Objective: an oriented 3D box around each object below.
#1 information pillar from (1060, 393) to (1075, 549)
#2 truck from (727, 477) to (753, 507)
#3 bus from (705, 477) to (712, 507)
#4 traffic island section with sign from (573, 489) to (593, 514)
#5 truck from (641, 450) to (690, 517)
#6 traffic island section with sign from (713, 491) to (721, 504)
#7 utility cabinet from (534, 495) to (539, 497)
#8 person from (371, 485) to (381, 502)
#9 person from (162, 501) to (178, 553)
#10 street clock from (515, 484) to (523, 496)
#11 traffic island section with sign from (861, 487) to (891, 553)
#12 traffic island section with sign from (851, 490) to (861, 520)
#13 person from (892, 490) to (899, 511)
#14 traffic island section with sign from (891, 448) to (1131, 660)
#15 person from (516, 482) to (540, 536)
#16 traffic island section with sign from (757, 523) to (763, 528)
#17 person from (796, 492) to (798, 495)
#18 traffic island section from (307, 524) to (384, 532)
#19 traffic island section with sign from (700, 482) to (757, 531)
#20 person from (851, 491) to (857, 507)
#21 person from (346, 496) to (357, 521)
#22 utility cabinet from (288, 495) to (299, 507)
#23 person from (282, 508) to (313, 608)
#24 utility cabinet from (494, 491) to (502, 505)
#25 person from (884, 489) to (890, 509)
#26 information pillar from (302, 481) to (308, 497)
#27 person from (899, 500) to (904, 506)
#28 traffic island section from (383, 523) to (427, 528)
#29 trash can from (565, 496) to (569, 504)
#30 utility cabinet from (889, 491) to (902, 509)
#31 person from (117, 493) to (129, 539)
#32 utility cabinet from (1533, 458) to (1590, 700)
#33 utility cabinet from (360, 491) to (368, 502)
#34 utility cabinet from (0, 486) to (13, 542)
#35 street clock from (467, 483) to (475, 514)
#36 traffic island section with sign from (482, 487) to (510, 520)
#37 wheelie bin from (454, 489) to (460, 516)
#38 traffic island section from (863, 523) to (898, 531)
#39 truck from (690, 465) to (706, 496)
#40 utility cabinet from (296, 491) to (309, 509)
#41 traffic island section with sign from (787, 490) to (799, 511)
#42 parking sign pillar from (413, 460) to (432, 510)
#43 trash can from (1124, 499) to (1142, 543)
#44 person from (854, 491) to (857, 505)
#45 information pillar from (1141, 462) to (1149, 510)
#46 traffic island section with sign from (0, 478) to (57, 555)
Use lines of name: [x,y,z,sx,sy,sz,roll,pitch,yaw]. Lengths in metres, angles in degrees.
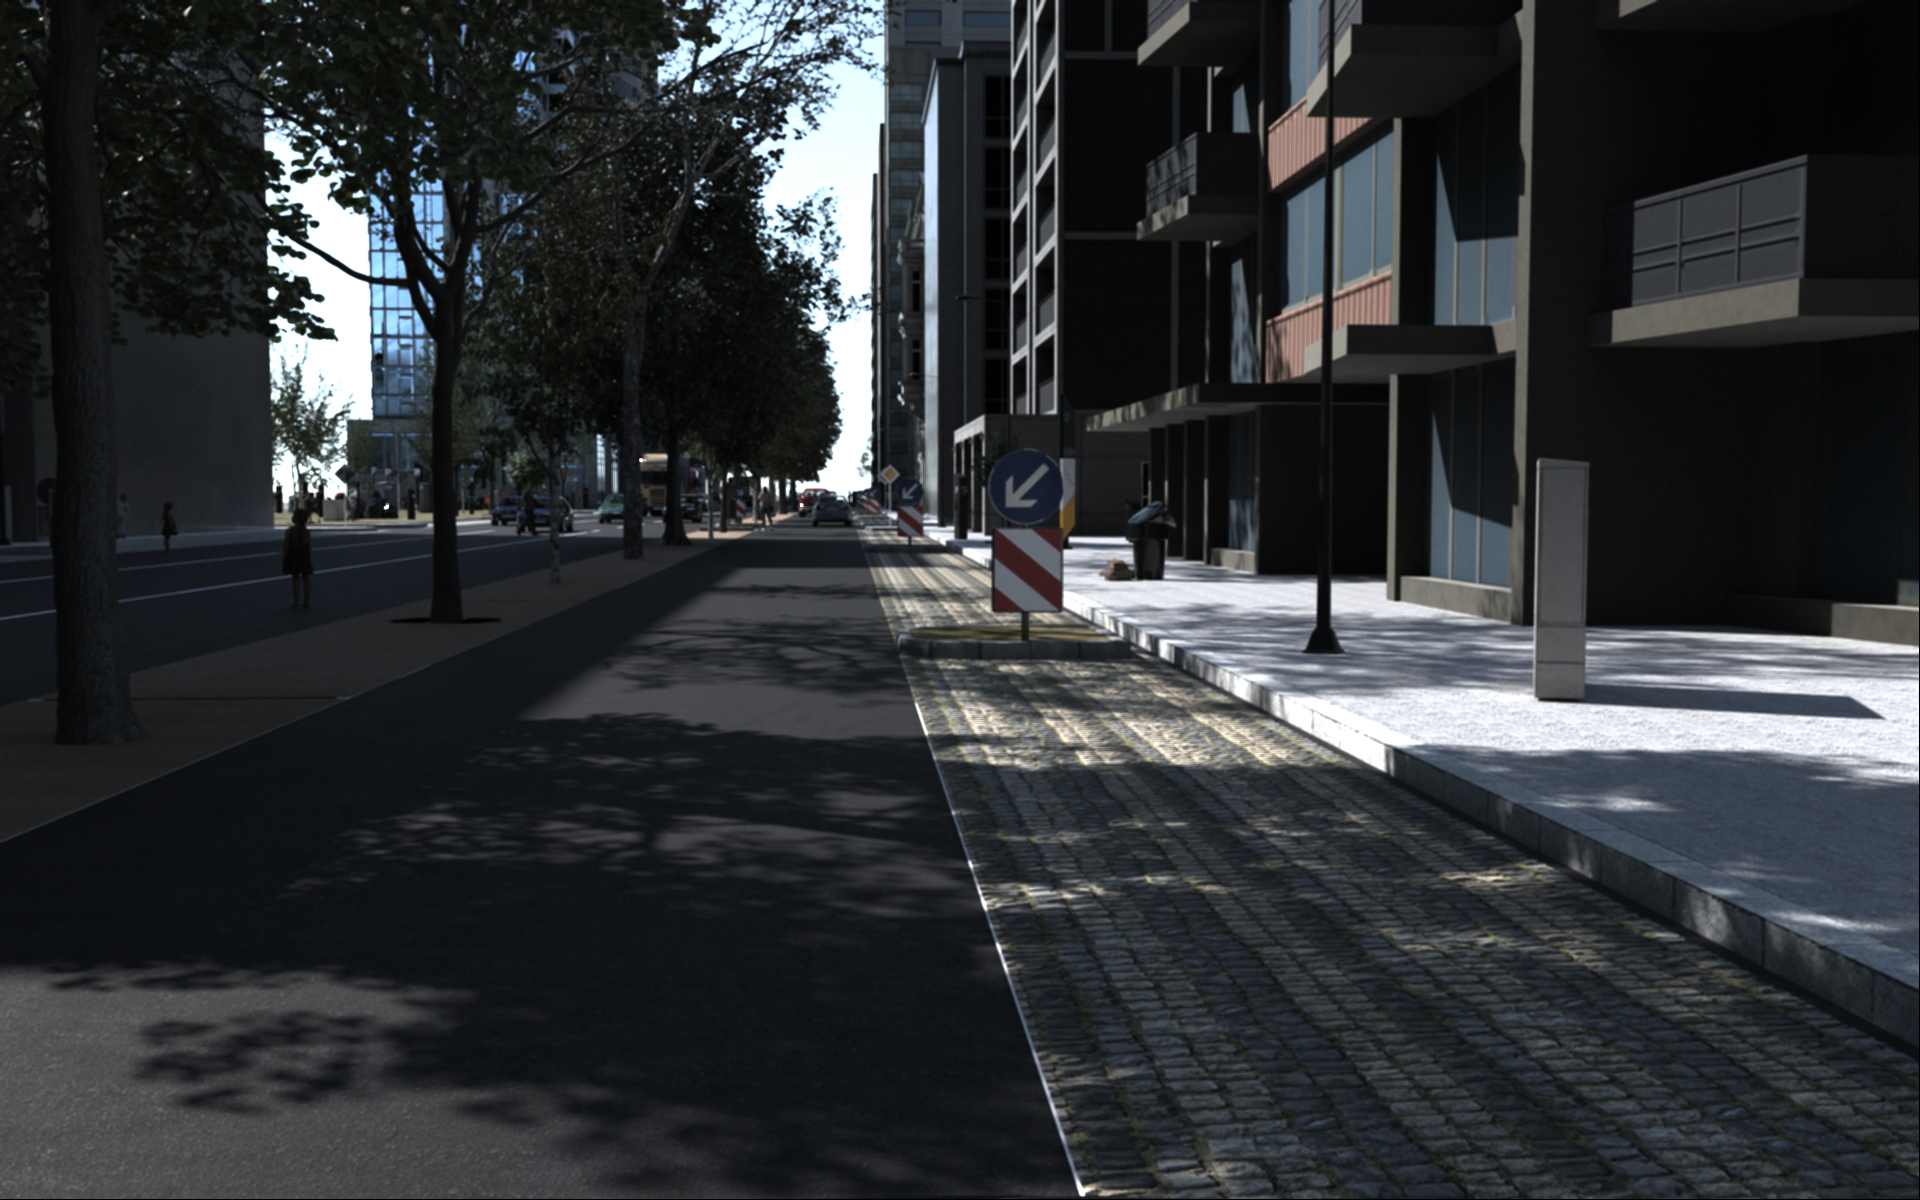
information pillar: [2.499,-2.996,40.333,0.183,3.616,0.504,3,5,41]
truck: [-24.683,-12.199,195.373,3.469,3.379,9.791,0,4,-3]
bus: [-28.235,-11.584,184.256,2.948,3.499,13.247,0,4,-3]
traffic island section with sign: [-27.302,-7.043,123.776,1.989,1.847,2.006,0,4,-4]
truck: [-19.362,-7.623,113.545,2.839,4.237,11.283,0,4,-4]
traffic island section with sign: [-36.038,-15.091,255.360,1.989,1.847,2.006,0,4,-4]
utility cabinet: [-34.230,-7.809,138.832,1.020,1.237,0.306,2,4,33]
person: [-31.480,-5.306,93.210,0.534,1.772,0.576,0,4,-5]
person: [-19.111,-1.756,41.884,0.373,1.253,0.362,-2,4,-35]
street clock: [-30.156,-6.967,118.477,0.471,2.002,0.358,-1,4,-22]
traffic island section with sign: [-1.367,-2.086,42.735,1.989,1.847,2.006,0,4,-4]
traffic island section with sign: [-5.001,-5.435,97.496,1.989,1.847,2.006,0,4,-4]
person: [-4.632,-7.465,128.203,0.850,1.850,0.679,-2,4,-25]
traffic island section with sign: [0.422,-0.441,15.835,1.989,1.847,2.006,0,4,-4]
person: [-14.903,-3.138,59.712,0.836,1.842,0.656,-1,4,-10]
traffic island section with sign: [-9.510,-4.067,74.638,2.006,1.907,1.989,0,4,-4]
person: [-23.699,-14.821,251.380,0.434,1.755,0.990,2,4,29]
traffic island section: [-23.470,-2.677,66.057,2.009,0.180,2.903,0,4,-4]
traffic island section with sign: [-9.030,-3.615,67.246,2.006,1.907,1.989,0,4,-4]
person: [-12.042,-11.464,195.871,1.348,1.831,0.705,2,4,31]
person: [-28.899,-4.360,82.344,0.382,1.210,0.505,1,4,21]
utility cabinet: [-46.527,-6.731,121.212,1.020,1.237,0.306,2,4,24]
person: [-8.363,-0.530,21.843,0.362,1.253,0.373,-3,5,-42]
utility cabinet: [-34.773,-7.481,130.989,1.173,1.500,0.318,-3,4,-38]
person: [-6.170,-8.601,147.343,0.731,1.740,0.598,-1,4,-23]
information pillar: [-37.010,-5.715,97.935,0.304,2.012,0.304,-1,4,-18]
person: [-4.509,-7.656,133.028,0.589,1.601,0.330,0,4,-2]
traffic island section: [-23.998,-3.165,74.025,2.009,0.180,2.903,0,4,-4]
trash can: [-31.936,-7.861,140.188,0.748,1.137,0.748,0,3,0]
utility cabinet: [-5.024,-7.817,136.487,1.173,1.500,0.318,-2,4,-34]
person: [-24.243,-2.429,50.033,0.425,1.301,0.394,-2,4,-35]
utility cabinet: [3.887,-0.154,11.192,0.318,1.500,1.173,1,4,18]
utility cabinet: [-44.131,-7.282,127.737,0.318,1.500,1.173,1,4,15]
utility cabinet: [-25.607,-2.256,45.572,1.173,1.500,0.318,0,4,2]
street clock: [-30.931,-6.428,109.662,0.358,2.002,0.471,2,4,31]
traffic island section with sign: [-25.509,-5.390,96.757,1.989,1.847,2.006,0,4,-4]
wheelie bin: [-29.299,-5.639,100.112,0.693,1.594,0.980,0,4,3]
traffic island section: [-3.202,-3.249,75.395,2.009,0.180,2.903,0,4,-4]
truck: [-26.694,-11.101,170.408,2.839,4.237,11.283,0,4,-4]
utility cabinet: [-55.056,-8.329,144.857,1.173,1.500,0.318,-3,4,-37]
traffic island section with sign: [-14.494,-8.653,149.612,2.006,1.907,1.989,0,4,-4]
parking sign pillar: [-42.936,-9.170,138.405,1.447,3.967,1.447,-3,5,-41]
trash can: [4.683,-2.082,45.702,0.748,1.137,0.748,0,3,0]
person: [-12.259,-11.941,203.734,0.705,1.824,1.348,0,4,4]
information pillar: [4.349,-2.154,39.715,0.304,2.012,0.304,2,4,25]
traffic island section with sign: [-21.835,-1.990,41.164,1.989,1.847,2.006,0,4,-4]
